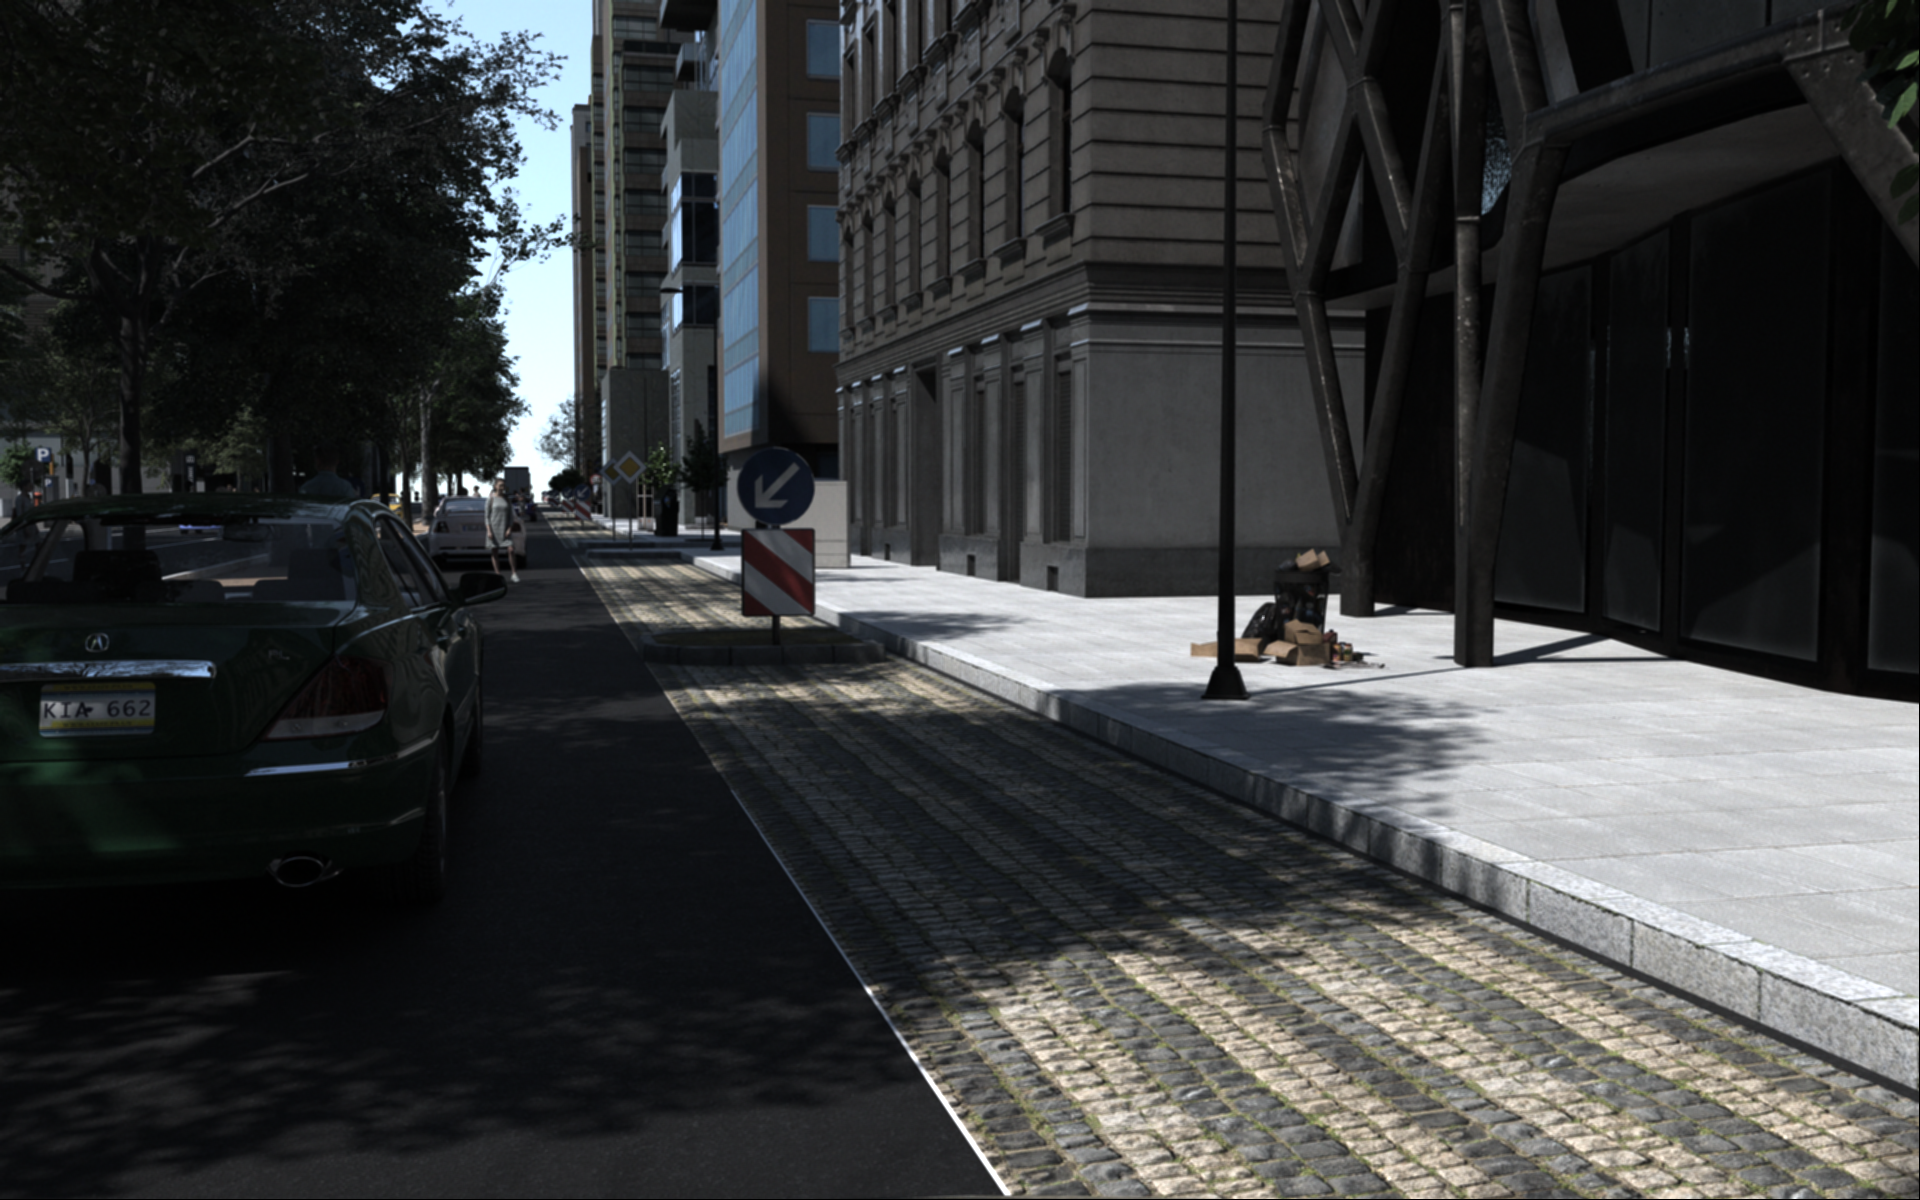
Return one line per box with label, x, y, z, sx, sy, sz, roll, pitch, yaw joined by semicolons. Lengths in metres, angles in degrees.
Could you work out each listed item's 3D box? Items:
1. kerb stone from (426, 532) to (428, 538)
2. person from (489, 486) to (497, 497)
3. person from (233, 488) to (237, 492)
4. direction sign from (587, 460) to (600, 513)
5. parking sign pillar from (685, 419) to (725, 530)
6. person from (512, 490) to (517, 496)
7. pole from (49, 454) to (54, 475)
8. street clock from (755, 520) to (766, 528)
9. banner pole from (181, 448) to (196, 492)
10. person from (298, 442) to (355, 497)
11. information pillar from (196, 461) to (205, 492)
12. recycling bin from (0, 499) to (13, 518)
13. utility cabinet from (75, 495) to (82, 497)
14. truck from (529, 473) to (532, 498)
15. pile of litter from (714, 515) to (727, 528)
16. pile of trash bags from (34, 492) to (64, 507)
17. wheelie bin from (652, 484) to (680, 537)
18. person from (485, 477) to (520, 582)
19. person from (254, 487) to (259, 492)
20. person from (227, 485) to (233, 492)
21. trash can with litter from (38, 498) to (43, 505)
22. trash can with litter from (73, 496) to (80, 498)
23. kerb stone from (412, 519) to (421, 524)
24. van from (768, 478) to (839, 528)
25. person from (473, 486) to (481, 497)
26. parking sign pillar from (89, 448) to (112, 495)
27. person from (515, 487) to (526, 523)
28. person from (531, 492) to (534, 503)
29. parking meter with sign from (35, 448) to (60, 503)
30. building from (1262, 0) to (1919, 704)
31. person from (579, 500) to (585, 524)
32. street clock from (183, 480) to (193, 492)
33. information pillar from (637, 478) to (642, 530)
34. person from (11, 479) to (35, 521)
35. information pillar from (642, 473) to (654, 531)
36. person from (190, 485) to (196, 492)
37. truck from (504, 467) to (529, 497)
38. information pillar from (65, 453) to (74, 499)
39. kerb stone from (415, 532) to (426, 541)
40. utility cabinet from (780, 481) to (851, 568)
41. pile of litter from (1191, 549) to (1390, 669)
kerb stone;-17.236;-2.037;55.498;0.120;0.150;1.000;-1;4;-14
person;-17.619;-3.485;66.074;0.643;1.750;0.593;3;4;36
person;-39.843;-5.272;95.243;0.519;1.759;0.362;-3;5;-40
direction sign;-24.299;-7.511;114.809;0.876;3.537;0.379;-2;4;-35
parking sign pillar;-9.248;-4.539;62.691;1.447;3.967;1.447;0;4;5
person;-34.119;-7.540;132.497;1.217;1.743;0.721;2;4;31
pole;-46.151;-5.763;88.070;0.158;3.312;0.155;0;3;0
street clock;-4.218;-1.963;36.663;0.471;2.002;0.358;-3;4;-38
banner pole;-41.986;-6.370;94.169;0.863;3.779;0.401;-1;4;-14
person;-5.032;-0.325;13.674;0.638;1.841;0.748;2;4;33
information pillar;-50.133;-7.525;114.382;0.504;3.616;0.183;-2;4;-29
recycling bin;-52.083;-4.994;94.213;0.722;1.027;0.722;1;4;15
utility cabinet;-45.068;-4.743;88.702;0.306;1.237;1.020;-3;4;-37
truck;-58.796;-14.871;232.048;2.839;4.237;11.283;-1;4;-13
pile of litter;-8.788;-3.208;66.415;1.719;0.858;1.176;2;4;34
pile of trash bags;-50.541;-5.321;96.744;3.447;1.369;1.912;2;4;23
wheelie bin;-9.170;-2.819;53.994;0.693;1.594;0.980;0;4;-5
person;-7.497;-1.147;28.258;0.512;1.701;0.522;-2;4;-32
person;-38.670;-5.288;95.202;0.529;1.795;0.600;-3;4;-38
person;-24.839;-3.016;58.490;0.598;1.740;0.731;2;4;24
trash can with litter;-46.277;-4.633;87.138;1.055;1.170;0.624;1;4;14
trash can with litter;-37.839;-3.865;74.250;2.233;1.210;1.678;3;5;44
kerb stone;-26.935;-3.887;85.833;0.120;0.150;1.000;-1;4;-14
van;-2.772;-2.246;43.739;4.112;2.044;2.013;-1;4;-15
person;-20.128;-3.852;71.822;0.599;1.781;0.374;2;4;32
parking sign pillar;-49.559;-6.814;99.882;1.447;3.967;1.447;1;4;14
person;-21.684;-4.685;85.453;0.532;1.782;0.716;-1;4;-15
person;-66.715;-15.932;269.788;0.445;1.727;0.742;3;5;44
parking meter with sign;-34.519;-4.254;65.809;0.543;3.016;1.738;-1;4;-11
building;11.831;-8.922;13.324;16.820;18.784;16.811;-1;4;-14
person;-18.207;-4.567;83.745;0.524;1.755;0.480;-2;4;-25
street clock;-40.819;-5.324;91.614;0.471;2.002;0.358;-2;4;-30
information pillar;-11.225;-3.479;61.367;0.304;2.012;0.304;2;4;25
person;-16.251;-1.263;30.160;0.522;1.701;0.512;0;4;-4
information pillar;-10.940;-3.451;60.922;0.304;2.012;0.304;-1;4;-10
person;-32.827;-4.017;74.347;0.590;1.801;0.661;-2;4;-33
truck;-46.718;-11.832;182.364;2.839;4.237;11.283;-1;4;-15
information pillar;-47.962;-6.236;93.310;0.183;3.616;0.504;1;4;10
kerb stone;-16.991;-1.976;54.506;0.120;0.150;1.000;-1;4;-14
utility cabinet;-2.488;-1.295;29.851;1.173;1.500;0.318;0;4;8
pile of litter;2.492;0.037;13.360;1.176;0.858;1.719;-1;4;-21
